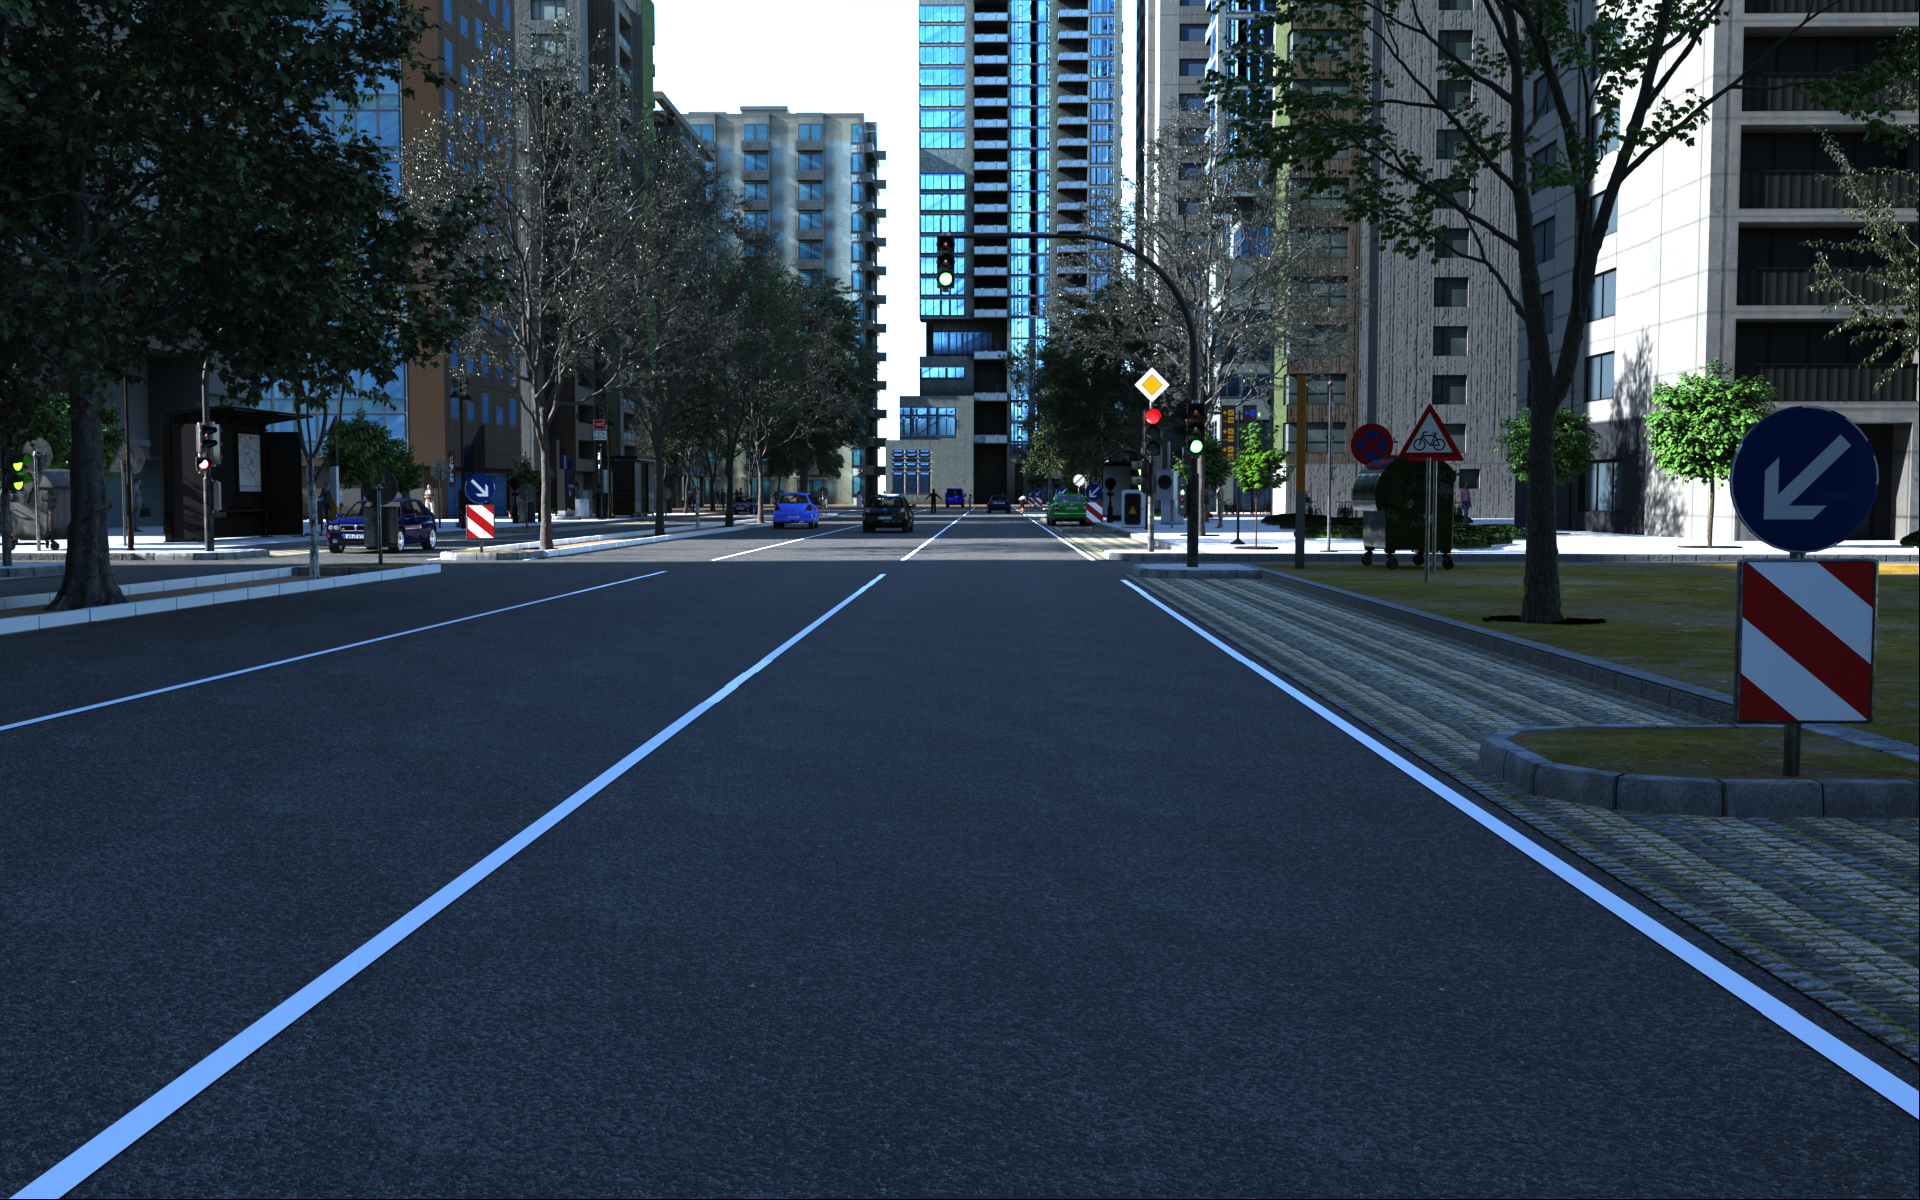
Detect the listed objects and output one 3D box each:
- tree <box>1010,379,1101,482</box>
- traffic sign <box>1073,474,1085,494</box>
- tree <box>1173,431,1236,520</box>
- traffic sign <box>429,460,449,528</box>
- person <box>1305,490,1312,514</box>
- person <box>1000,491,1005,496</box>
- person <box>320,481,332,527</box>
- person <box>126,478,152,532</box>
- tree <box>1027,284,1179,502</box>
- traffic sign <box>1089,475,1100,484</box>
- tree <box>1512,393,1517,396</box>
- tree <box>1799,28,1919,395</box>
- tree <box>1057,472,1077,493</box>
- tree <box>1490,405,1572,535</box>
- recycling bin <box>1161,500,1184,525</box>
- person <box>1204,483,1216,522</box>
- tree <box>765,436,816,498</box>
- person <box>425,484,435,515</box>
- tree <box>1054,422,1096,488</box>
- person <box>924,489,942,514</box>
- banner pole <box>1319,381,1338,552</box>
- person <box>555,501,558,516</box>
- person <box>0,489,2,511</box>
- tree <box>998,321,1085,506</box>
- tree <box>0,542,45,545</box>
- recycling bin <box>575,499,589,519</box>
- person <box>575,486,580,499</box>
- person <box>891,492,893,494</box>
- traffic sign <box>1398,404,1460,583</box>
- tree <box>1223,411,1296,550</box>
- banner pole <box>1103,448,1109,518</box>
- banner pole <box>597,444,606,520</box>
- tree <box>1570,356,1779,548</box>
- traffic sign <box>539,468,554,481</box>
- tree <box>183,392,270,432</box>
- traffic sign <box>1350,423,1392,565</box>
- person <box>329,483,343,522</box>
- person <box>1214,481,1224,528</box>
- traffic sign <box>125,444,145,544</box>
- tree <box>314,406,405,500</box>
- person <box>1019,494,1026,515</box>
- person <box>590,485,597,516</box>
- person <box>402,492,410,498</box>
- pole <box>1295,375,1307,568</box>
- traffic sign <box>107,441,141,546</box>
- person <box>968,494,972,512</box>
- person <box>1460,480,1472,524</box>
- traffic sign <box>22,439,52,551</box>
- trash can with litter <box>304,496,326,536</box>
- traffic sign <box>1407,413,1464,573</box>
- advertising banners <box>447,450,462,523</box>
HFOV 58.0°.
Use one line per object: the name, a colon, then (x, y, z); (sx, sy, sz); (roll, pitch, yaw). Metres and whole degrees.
tree: (9.599, -14.663, 156.748); (9.611, 12.733, 9.660); (0, 3, 0)
traffic sign: (7.599, -6.753, 110.521); (0.768, 2.556, 0.104); (1, 4, 10)
tree: (12.350, -6.288, 86.529); (4.285, 4.588, 4.351); (0, 3, 0)
traffic sign: (-19.448, -3.949, 64.674); (0.768, 2.556, 0.104); (0, 4, 8)
person: (15.462, -4.364, 77.753); (0.716, 1.782, 0.532); (2, 4, 31)
person: (4.651, -10.938, 188.051); (1.217, 1.735, 0.721); (-2, 4, -33)
person: (-24.779, -3.769, 67.849); (0.661, 1.801, 0.590); (0, 4, -2)
person: (-27.957, -3.222, 58.845); (0.853, 1.813, 0.709); (-1, 4, -22)
tree: (8.460, -11.985, 102.617); (9.857, 13.997, 8.962); (0, 3, 0)
traffic sign: (8.479, -6.642, 108.703); (0.768, 2.556, 0.104); (1, 4, 10)
tree: (28.462, -8.062, 82.170); (4.737, 8.622, 4.395); (0, 3, 0)
tree: (15.288, -4.651, 26.405); (4.360, 8.622, 3.978); (0, 3, 0)
tree: (8.111, -8.437, 132.546); (1.663, 3.219, 1.824); (0, 3, 0)
tree: (18.698, -4.380, 55.330); (4.285, 4.588, 4.351); (0, 3, 0)
recycling bin: (8.973, -3.708, 73.177); (0.722, 1.027, 0.722); (3, 5, 42)
person: (11.198, -4.393, 78.223); (0.716, 1.782, 0.532); (-2, 4, -33)
tree: (-16.555, -13.742, 159.090); (7.601, 10.594, 8.767); (2, 4, 33)
person: (-25.648, -4.718, 83.732); (0.519, 1.759, 0.362); (0, 4, -1)
tree: (8.719, -10.751, 126.140); (4.737, 8.622, 4.395); (0, 3, 0)
person: (-1.962, -7.299, 127.796); (1.348, 1.831, 0.705); (-1, 4, -13)
banner pole: (8.247, -2.966, 38.513); (0.401, 3.779, 0.863); (1, 4, 18)
person: (-22.265, -5.494, 96.465); (0.643, 1.750, 0.593); (3, 5, 45)
person: (-26.661, -2.587, 48.735); (0.661, 1.777, 0.834); (0, 4, -2)
tree: (10.817, -20.386, 189.193); (12.611, 20.169, 13.585); (0, 3, 0)
tree: (-24.031, -3.673, 43.775); (4.285, 4.588, 4.351); (0, 3, 0)
recycling bin: (-19.602, -4.692, 89.269); (0.722, 1.027, 0.722); (2, 4, 31)
person: (-22.907, -5.911, 103.087); (0.834, 1.777, 0.661); (0, 4, 0)
person: (-6.604, -9.688, 168.371); (0.415, 1.643, 0.593); (-2, 4, -23)
traffic sign: (6.773, -1.533, 25.066); (0.884, 2.594, 0.081); (0, 4, 3)
tree: (6.904, -2.792, 40.255); (1.663, 3.219, 1.824); (0, 3, 0)
banner pole: (7.764, -6.287, 92.807); (0.401, 3.779, 0.863); (-2, 4, -24)
banner pole: (-18.076, -5.932, 87.008); (0.401, 3.779, 0.863); (-2, 4, -28)
tree: (17.901, -3.524, 41.336); (4.285, 4.588, 4.351); (0, 3, 0)
traffic sign: (-19.371, -4.951, 81.060); (0.768, 2.556, 0.104); (0, 4, 2)
tree: (-23.820, -4.421, 56.003); (4.285, 4.588, 4.351); (0, 3, 0)
traffic sign: (7.431, -1.911, 31.345); (0.768, 2.556, 0.104); (0, 4, 3)
person: (-26.400, -4.062, 73.123); (0.598, 1.740, 0.731); (0, 4, -3)
person: (9.778, -3.606, 65.345); (0.374, 1.781, 0.599); (1, 4, 16)
traffic sign: (-21.213, -2.705, 44.325); (0.768, 2.556, 0.104); (1, 4, 10)
tree: (-22.582, -4.977, 65.090); (4.285, 4.588, 4.351); (0, 3, 0)
person: (4.320, -6.520, 118.294); (0.628, 1.438, 0.799); (-1, 4, -15)
person: (-21.037, -5.702, 99.245); (0.573, 1.828, 0.580); (0, 4, -7)
person: (-24.835, -4.359, 77.561); (0.529, 1.795, 0.600); (2, 4, 32)
pole: (5.872, -2.202, 29.838); (0.158, 3.312, 0.155); (0, 3, 0)
traffic sign: (-20.484, -2.594, 42.420); (0.884, 2.594, 0.081); (0, 4, 8)
person: (0.760, -7.929, 141.369); (0.599, 1.433, 0.991); (0, 4, -6)
person: (19.344, -3.685, 66.295); (0.555, 1.821, 0.388); (-3, 4, -38)
traffic sign: (-20.744, -2.374, 38.925); (0.768, 2.556, 0.104); (1, 4, 11)
trash can with litter: (-19.669, -2.614, 53.802); (1.678, 1.210, 2.233); (0, 4, 3)
traffic sign: (7.656, -1.708, 27.930); (0.884, 2.594, 0.081); (0, 4, 7)
advertising banners: (-20.229, -4.539, 70.405); (0.090, 3.025, 2.074); (1, 4, 17)
